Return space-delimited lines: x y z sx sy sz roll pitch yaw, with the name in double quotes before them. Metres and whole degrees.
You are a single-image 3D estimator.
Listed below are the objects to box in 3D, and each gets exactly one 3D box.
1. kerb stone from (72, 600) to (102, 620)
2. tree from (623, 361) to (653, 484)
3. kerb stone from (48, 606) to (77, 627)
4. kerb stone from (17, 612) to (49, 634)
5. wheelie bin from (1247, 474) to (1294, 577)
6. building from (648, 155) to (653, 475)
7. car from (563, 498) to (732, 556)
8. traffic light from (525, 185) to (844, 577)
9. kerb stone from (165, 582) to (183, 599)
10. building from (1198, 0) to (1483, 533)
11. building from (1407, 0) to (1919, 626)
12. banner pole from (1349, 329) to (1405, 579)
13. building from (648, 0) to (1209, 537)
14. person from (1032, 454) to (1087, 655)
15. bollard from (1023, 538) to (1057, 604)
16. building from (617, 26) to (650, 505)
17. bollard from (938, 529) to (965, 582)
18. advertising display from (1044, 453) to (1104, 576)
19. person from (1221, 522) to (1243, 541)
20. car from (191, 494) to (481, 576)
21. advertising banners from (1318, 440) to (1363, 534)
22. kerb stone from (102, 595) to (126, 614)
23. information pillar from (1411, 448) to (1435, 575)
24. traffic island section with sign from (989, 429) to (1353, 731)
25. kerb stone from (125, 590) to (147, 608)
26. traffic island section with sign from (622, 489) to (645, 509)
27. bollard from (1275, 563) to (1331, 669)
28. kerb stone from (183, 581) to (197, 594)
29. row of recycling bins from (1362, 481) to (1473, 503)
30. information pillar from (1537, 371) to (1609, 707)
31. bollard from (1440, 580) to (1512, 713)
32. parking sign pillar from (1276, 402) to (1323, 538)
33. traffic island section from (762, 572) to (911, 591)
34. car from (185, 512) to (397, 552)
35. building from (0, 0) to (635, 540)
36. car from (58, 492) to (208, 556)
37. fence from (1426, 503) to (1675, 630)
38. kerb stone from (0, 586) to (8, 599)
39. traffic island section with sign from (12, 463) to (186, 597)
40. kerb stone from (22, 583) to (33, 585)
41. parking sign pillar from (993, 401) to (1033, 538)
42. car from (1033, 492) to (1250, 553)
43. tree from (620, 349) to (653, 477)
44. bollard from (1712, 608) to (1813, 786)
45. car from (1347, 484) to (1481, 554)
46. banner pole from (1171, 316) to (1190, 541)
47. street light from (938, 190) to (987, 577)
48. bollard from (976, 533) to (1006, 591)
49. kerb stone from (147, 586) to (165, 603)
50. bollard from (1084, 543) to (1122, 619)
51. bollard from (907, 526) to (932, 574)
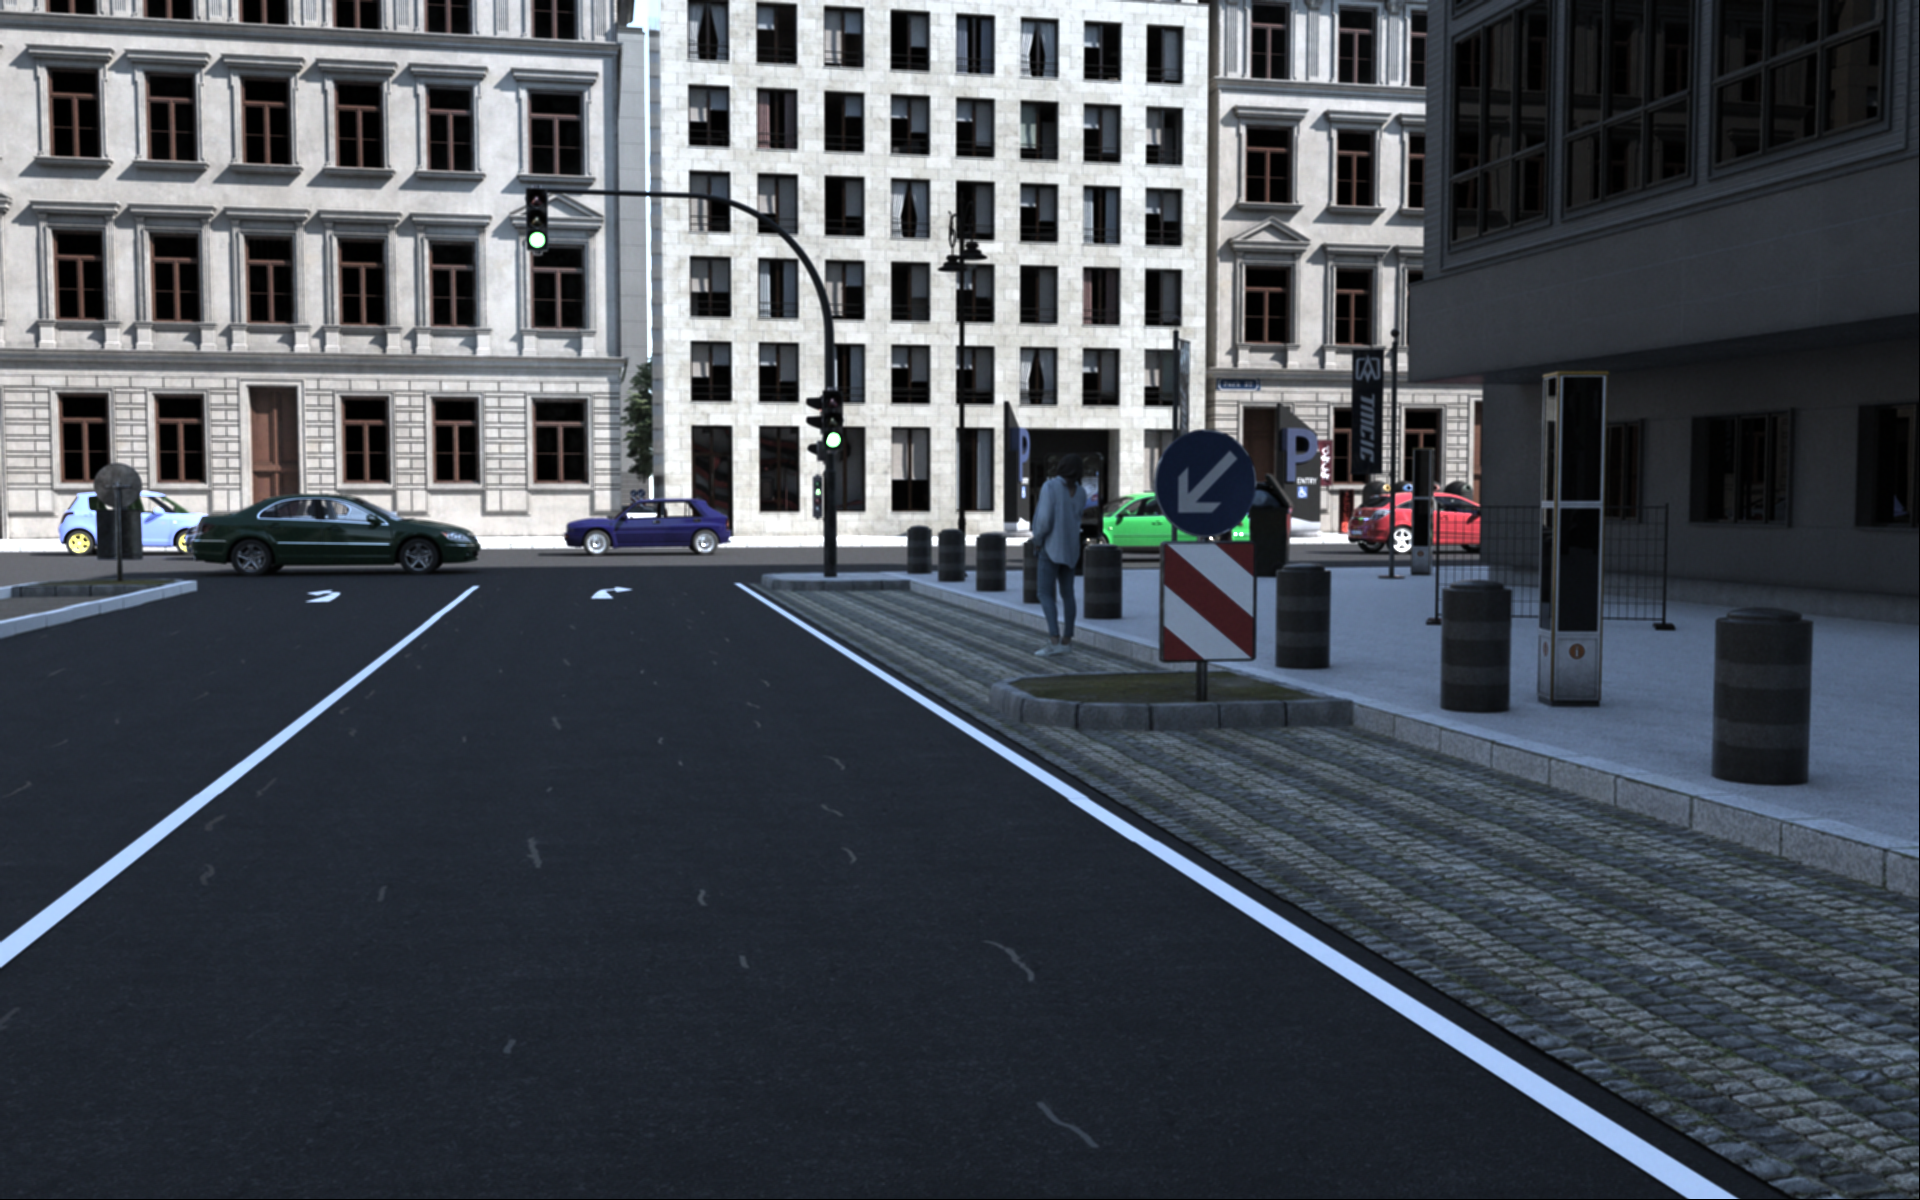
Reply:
"kerb stone" -10.198 0.128 20.105 0.120 0.150 1.000 -1 4 -12
"tree" -22.674 -12.990 134.448 6.751 12.117 7.091 0 3 0
"kerb stone" -9.976 0.198 19.095 0.120 0.150 1.000 -1 4 -12
"kerb stone" -9.769 0.253 18.091 0.120 0.150 1.000 -1 4 -12
"wheelie bin" 4.816 -1.168 26.998 0.693 1.594 0.980 1 4 17
"building" -24.342 -36.855 222.190 30.456 49.044 23.786 -1 4 -12
"car" -7.421 -1.744 41.087 3.894 1.354 1.945 -1 4 -13
"traffic light" -4.068 -3.151 26.190 4.771 5.953 1.251 -1 4 -12
"kerb stone" -11.037 -0.118 24.124 0.120 0.150 1.000 -1 4 -12
"building" 16.800 -13.836 62.383 21.152 22.565 11.583 -1 4 -12
"building" 15.912 -11.726 10.781 14.314 24.678 30.058 -1 4 -12
"banner pole" 6.360 -2.224 26.372 0.863 3.779 0.401 1 4 13
"building" -1.567 -12.397 57.445 16.860 20.320 10.420 -1 4 -12
"person" 0.895 -0.412 15.497 0.793 1.790 0.793 1 4 17
"bollard" 0.945 -0.351 20.455 0.404 0.777 0.398 0 3 0
"building" -53.321 -41.154 214.862 28.212 58.520 21.231 -1 4 -12
"bollard" -0.124 -0.661 25.522 0.404 0.777 0.398 0 3 0
"advertising display" 1.786 -1.347 27.242 0.974 1.923 0.123 2 4 29
"person" 5.111 -1.332 32.970 0.600 1.496 0.574 2 4 33
"car" -11.224 -1.194 31.327 4.920 1.459 2.131 -1 4 -12
"advertising banners" 12.498 -3.648 55.839 2.074 3.025 0.090 0 4 -6
"kerb stone" -10.399 0.071 21.110 0.120 0.150 1.000 -1 4 -12
"information pillar" 7.348 -1.408 27.509 0.304 2.012 0.304 1 4 23
"traffic island section with sign" 1.255 -0.169 11.398 1.989 1.847 2.006 -1 4 -12
"kerb stone" -10.608 0.007 22.114 0.120 0.150 1.000 -1 4 -12
"traffic island section with sign" -31.940 -9.807 168.969 1.989 1.847 2.006 -1 4 -12
"bollard" 2.546 0.114 12.857 0.404 0.777 0.398 0 3 0
"kerb stone" -11.252 -0.180 25.142 0.120 0.150 1.000 -1 4 -12
"row of recycling bins" 14.300 -2.882 54.234 3.534 1.692 1.069 -1 4 -10
"information pillar" 3.717 -0.369 10.521 0.304 2.012 0.304 0 4 2
"bollard" 3.075 0.269 10.325 0.404 0.777 0.398 0 3 0
"parking sign pillar" 10.015 -3.838 51.219 1.447 3.967 1.447 -1 4 -23
"traffic island section" -1.998 -0.281 26.881 2.009 0.180 2.903 -1 4 -12
"car" -14.808 -1.623 38.543 4.499 1.417 2.014 -1 4 -11
"building" -20.777 -13.335 54.183 21.152 22.565 11.583 -1 4 -12
"car" -19.314 -1.930 41.143 3.694 1.707 1.945 -1 4 -12
"fence" 5.724 -0.344 16.828 2.264 1.192 0.480 1 4 19
"kerb stone" -13.082 -0.090 23.668 0.120 0.150 1.000 -1 4 -12
"traffic island section with sign" -12.293 -1.029 24.966 2.006 1.907 1.989 -1 4 -12
"kerb stone" -13.298 -0.148 24.669 0.120 0.150 1.000 -1 4 -12
"parking sign pillar" 1.679 -3.822 50.957 1.447 3.967 1.447 1 4 19
"car" 3.906 -1.735 37.162 4.718 1.807 1.959 -1 4 -13
"tree" -21.012 -12.680 125.448 7.486 12.596 7.792 0 3 0
"bollard" 3.610 0.423 7.795 0.404 0.777 0.398 0 3 0
"car" 11.715 -2.028 42.200 4.494 1.783 2.155 -1 4 -12
"banner pole" 3.141 -2.121 24.689 0.401 3.779 0.863 2 4 26
"street light" 0.029 -3.297 26.689 0.468 5.910 1.993 -1 4 -12
"bollard" 0.412 -0.506 22.986 0.404 0.777 0.398 0 3 0
"kerb stone" -10.830 -0.056 23.119 0.120 0.150 1.000 -1 4 -12
"bollard" 1.479 -0.196 17.920 0.404 0.777 0.398 0 3 0
"bollard" -0.657 -0.817 28.067 0.404 0.777 0.398 0 3 0
